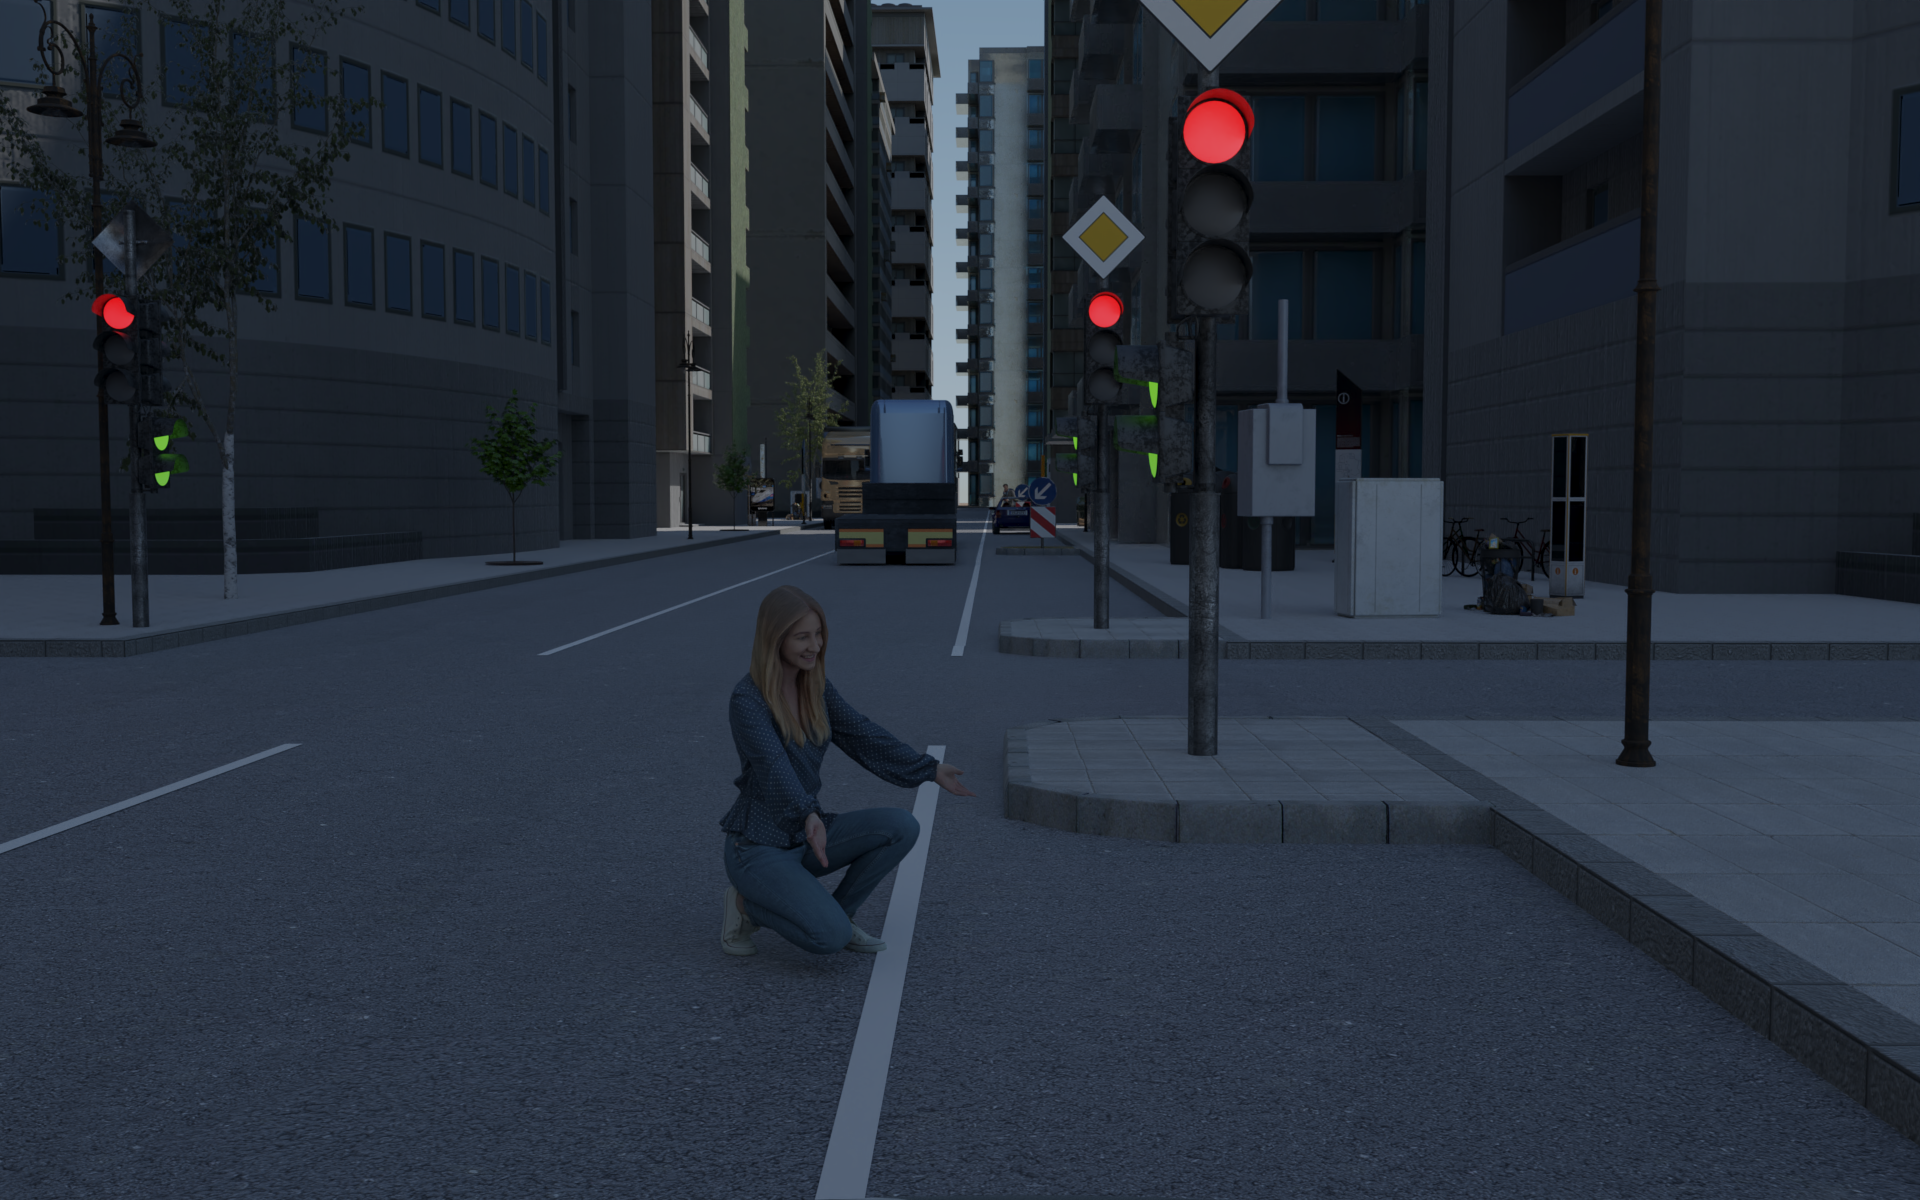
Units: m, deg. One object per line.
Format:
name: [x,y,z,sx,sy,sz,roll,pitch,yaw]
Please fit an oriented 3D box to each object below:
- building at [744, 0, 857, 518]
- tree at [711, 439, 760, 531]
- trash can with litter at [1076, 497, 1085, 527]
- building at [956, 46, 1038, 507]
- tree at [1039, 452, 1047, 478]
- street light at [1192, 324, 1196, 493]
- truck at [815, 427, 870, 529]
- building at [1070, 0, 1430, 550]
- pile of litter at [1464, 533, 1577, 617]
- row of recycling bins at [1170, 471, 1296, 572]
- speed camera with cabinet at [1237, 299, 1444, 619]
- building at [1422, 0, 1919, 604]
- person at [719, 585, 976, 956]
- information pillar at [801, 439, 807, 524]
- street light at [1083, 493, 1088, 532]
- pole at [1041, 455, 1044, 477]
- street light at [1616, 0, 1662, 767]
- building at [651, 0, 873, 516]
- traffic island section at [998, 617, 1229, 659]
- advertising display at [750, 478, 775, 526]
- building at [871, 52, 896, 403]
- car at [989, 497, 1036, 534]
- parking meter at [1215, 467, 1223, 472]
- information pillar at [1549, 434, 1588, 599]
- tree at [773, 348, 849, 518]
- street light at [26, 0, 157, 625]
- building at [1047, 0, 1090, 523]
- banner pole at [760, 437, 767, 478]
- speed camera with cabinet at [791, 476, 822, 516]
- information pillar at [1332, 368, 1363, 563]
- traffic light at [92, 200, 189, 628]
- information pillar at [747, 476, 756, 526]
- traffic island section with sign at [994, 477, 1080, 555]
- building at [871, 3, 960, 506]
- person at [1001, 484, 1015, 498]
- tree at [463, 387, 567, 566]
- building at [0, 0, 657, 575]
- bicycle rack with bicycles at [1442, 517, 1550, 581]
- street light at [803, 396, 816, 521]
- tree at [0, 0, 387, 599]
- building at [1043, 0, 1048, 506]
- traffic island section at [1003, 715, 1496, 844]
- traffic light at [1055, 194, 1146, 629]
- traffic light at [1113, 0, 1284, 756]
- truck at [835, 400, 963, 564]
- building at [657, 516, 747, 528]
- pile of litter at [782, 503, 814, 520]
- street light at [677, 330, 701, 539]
building: [-17.618,-29.258,102.063,21.300,48.544,21.600,0,4,1]
tree: [-7.745,-4.016,60.264,1.663,3.219,1.824,0,3,0]
trash can with litter: [4.924,-3.501,68.633,0.624,1.170,1.055,0,4,-2]
building: [14.857,-34.635,185.887,30.456,49.044,23.786,0,4,1]
tree: [6.016,-6.827,95.336,4.285,4.588,4.351,0,3,0]
street light: [3.585,-3.268,26.221,0.468,5.910,1.993,0,4,1]
truck: [-4.460,-5.217,74.211,2.839,4.237,11.283,0,4,-1]
building: [14.723,-26.387,51.028,23.786,49.044,30.456,0,4,1]
pile of litter: [6.114,-0.300,18.877,1.176,0.858,1.719,1,4,15]
row of recycling bins: [4.758,-1.420,30.331,1.069,1.692,3.534,-1,4,-20]
speed camera with cabinet: [3.948,-1.447,17.990,2.038,3.252,0.660,0,4,-7]
building: [23.298,-29.521,24.662,28.212,58.520,21.231,0,4,1]
person: [-0.361,0.526,5.402,0.738,1.151,1.012,3,4,38]
information pillar: [-6.652,-5.030,73.591,0.183,3.616,0.504,0,4,3]
street light: [4.258,-5.243,58.516,0.468,5.910,1.993,0,4,1]
pole: [4.348,-5.946,91.058,0.158,3.312,0.155,0,3,0]
street light: [3.204,-2.156,8.033,0.468,5.910,1.993,0,4,1]
building: [-13.528,-26.693,120.021,14.154,41.232,14.086,0,4,1]
traffic island section: [1.371,0.352,16.532,2.009,0.180,2.903,0,4,1]
advertising display: [-7.848,-3.892,68.843,0.974,1.923,0.123,0,4,7]
building: [-17.901,-28.133,151.852,23.993,40.220,32.217,0,4,1]
car: [2.032,-3.076,62.875,1.945,1.354,3.894,0,4,0]
parking meter: [5.346,-1.874,36.357,0.255,1.863,0.399,3,5,44]
information pillar: [7.466,-1.025,21.257,0.304,2.012,0.304,-1,4,-23]
tree: [-7.658,-8.429,88.172,4.737,8.622,4.395,0,3,0]
street light: [-8.352,-2.694,16.830,0.468,5.910,1.993,0,4,1]
building: [11.115,-18.972,81.894,14.160,30.474,14.107,0,4,1]
banner pole: [-8.611,-5.265,76.094,0.401,3.779,0.863,-2,4,-29]
speed camera with cabinet: [-7.902,-5.943,91.512,2.038,3.252,0.660,-1,4,-14]
information pillar: [7.222,-2.502,32.262,0.504,3.616,0.183,1,4,23]
traffic light: [-7.879,-1.692,16.578,0.839,4.253,0.868,0,4,1]
information pillar: [-8.477,-4.032,70.413,0.304,2.012,0.304,-1,4,-20]
traffic island section with sign: [1.849,-2.006,41.422,1.989,1.847,2.006,0,4,1]
building: [-14.061,-36.683,189.008,27.495,52.752,28.713,0,4,1]
person: [1.958,-3.776,70.043,0.655,1.846,0.447,3,4,37]
tree: [-7.966,-2.251,31.401,1.663,3.219,1.824,0,3,0]
building: [-20.094,-30.325,37.809,21.231,58.520,28.212,0,4,1]
bicycle rack with bicycles: [7.418,-0.789,26.283,2.852,0.926,2.925,-1,4,-17]
street light: [-7.077,-6.661,81.696,0.468,5.910,1.993,0,4,1]
tree: [-9.167,-4.317,20.944,4.360,8.622,3.978,0,3,0]
building: [16.532,-35.632,124.581,21.231,58.520,28.212,0,4,1]
traffic island section: [1.219,0.840,8.548,2.009,0.180,2.903,0,4,1]
traffic light: [1.331,-1.682,16.419,0.839,4.253,0.868,0,4,1]
traffic light: [1.179,-1.194,8.435,0.839,4.253,0.868,0,4,1]
truck: [-1.334,-3.297,43.663,2.967,4.110,18.799,0,4,0]
building: [-16.221,-23.472,67.363,14.154,41.232,14.086,0,4,1]
pile of litter: [-8.093,-4.377,85.524,1.719,0.858,1.176,1,4,17]
street light: [-7.663,-4.665,49.064,0.468,5.910,1.993,0,4,1]
